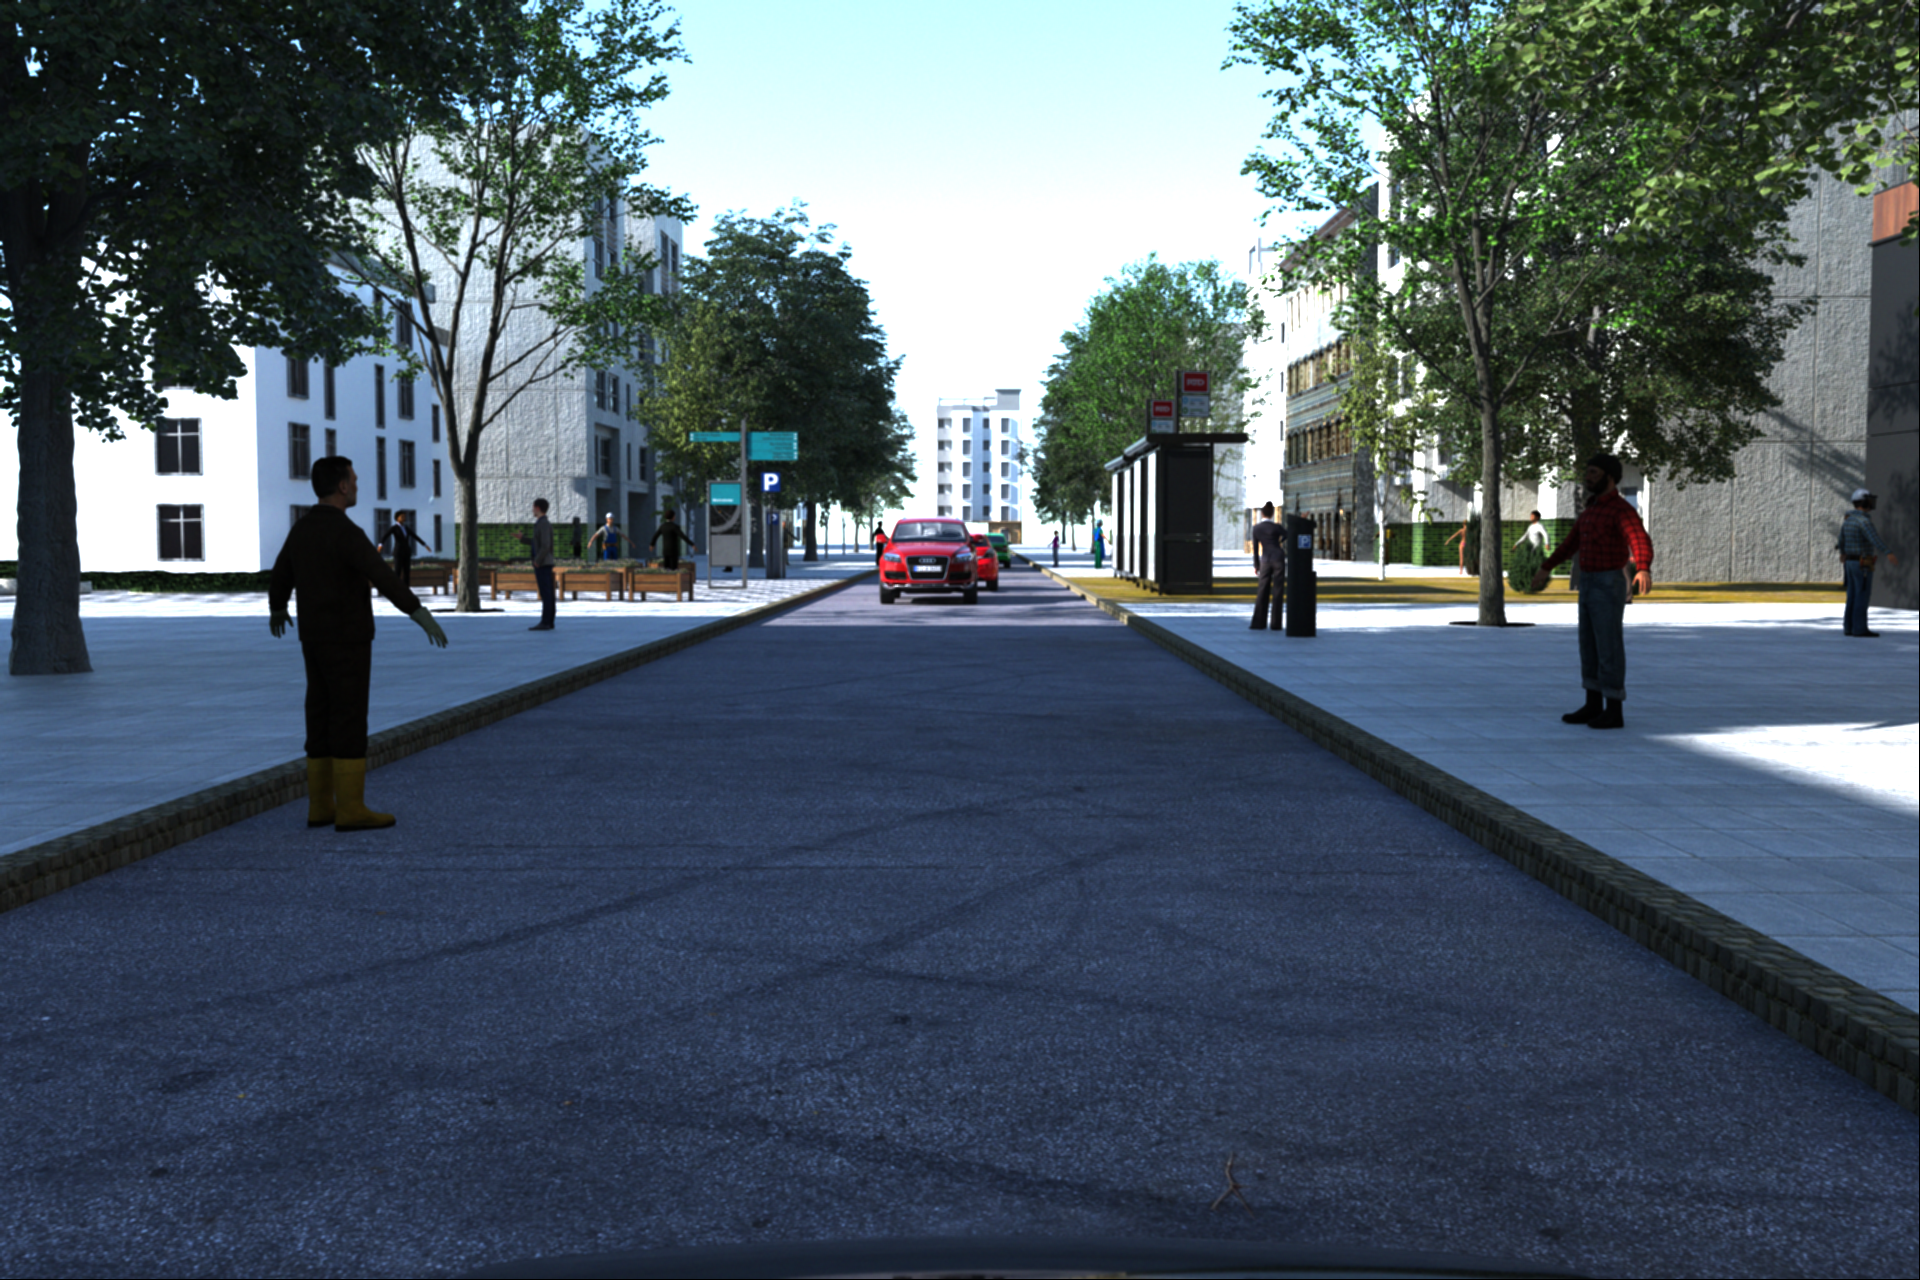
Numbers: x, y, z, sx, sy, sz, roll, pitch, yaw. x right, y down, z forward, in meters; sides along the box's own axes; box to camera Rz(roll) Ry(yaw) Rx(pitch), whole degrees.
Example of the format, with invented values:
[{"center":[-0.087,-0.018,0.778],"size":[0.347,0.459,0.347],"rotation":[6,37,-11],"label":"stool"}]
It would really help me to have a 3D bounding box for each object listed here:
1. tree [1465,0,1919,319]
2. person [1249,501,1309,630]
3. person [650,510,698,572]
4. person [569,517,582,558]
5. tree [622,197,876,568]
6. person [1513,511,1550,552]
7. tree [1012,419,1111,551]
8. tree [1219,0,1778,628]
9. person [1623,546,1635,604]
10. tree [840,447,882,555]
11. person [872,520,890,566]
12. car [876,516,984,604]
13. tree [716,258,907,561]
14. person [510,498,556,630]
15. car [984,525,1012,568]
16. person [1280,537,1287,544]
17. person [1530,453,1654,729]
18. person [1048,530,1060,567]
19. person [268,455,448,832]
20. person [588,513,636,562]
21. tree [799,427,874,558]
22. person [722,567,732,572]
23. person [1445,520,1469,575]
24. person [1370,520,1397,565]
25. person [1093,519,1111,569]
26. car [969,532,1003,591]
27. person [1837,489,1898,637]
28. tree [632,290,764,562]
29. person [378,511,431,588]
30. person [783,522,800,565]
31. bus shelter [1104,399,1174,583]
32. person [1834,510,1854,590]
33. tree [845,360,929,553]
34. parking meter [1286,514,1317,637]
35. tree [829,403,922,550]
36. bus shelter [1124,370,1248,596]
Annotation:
[{"center":[6.704,-5.647,10.460],"size":[7.486,12.596,7.792],"rotation":[0,3,0],"label":"tree"},{"center":[4.274,-1.000,23.200],"size":[0.742,1.727,0.445],"rotation":[0,4,-2],"label":"person"},{"center":[-6.267,-1.923,37.621],"size":[1.347,1.806,0.705],"rotation":[2,4,33],"label":"person"},{"center":[-11.801,-2.883,53.264],"size":[0.705,1.813,1.348],"rotation":[-1,4,-21],"label":"person"},{"center":[-7.882,-9.733,65.783],"size":[9.857,13.997,8.962],"rotation":[0,3,0],"label":"tree"},{"center":[12.951,-2.013,39.092],"size":[0.705,1.806,1.347],"rotation":[-1,4,-16],"label":"person"},{"center":[8.353,-11.967,130.067],"size":[8.767,10.594,7.601],"rotation":[-3,5,-43],"label":"tree"},{"center":[7.350,-6.012,24.053],"size":[9.928,11.665,9.643],"rotation":[0,3,0],"label":"tree"},{"center":[12.093,-1.536,31.710],"size":[0.434,1.755,0.990],"rotation":[0,4,-3],"label":"person"},{"center":[-6.906,-9.460,105.030],"size":[4.737,8.622,4.395],"rotation":[0,3,0],"label":"tree"},{"center":[-3.217,-3.929,70.170],"size":[0.705,1.837,1.347],"rotation":[-3,4,-37],"label":"person"},{"center":[-0.633,-1.745,37.207],"size":[2.281,1.827,5.304],"rotation":[0,4,0],"label":"car"},{"center":[-7.070,-10.714,81.826],"size":[9.857,13.997,8.962],"rotation":[0,3,0],"label":"tree"},{"center":[-5.758,-1.020,23.244],"size":[0.750,1.759,0.617],"rotation":[0,4,6],"label":"person"},{"center":[1.253,-3.977,73.819],"size":[1.959,1.807,4.718],"rotation":[0,4,1],"label":"car"},{"center":[9.072,-2.489,47.154],"size":[0.721,1.772,1.216],"rotation":[-2,4,-32],"label":"person"},{"center":[4.252,-0.333,11.550],"size":[0.704,1.816,1.345],"rotation":[-1,4,-11],"label":"person"},{"center":[3.625,-3.508,66.624],"size":[0.599,1.433,0.991],"rotation":[-1,4,-22],"label":"person"},{"center":[-3.016,0.008,8.458],"size":[1.346,1.812,0.704],"rotation":[3,4,36],"label":"person"},{"center":[-9.376,-2.486,46.505],"size":[1.347,1.847,0.705],"rotation":[-2,4,-34],"label":"person"},{"center":[-6.887,-8.646,91.716],"size":[4.737,8.622,4.395],"rotation":[0,3,0],"label":"tree"},{"center":[-7.869,-3.228,58.564],"size":[0.705,1.856,1.354],"rotation":[-1,4,-22],"label":"person"},{"center":[15.854,-2.914,54.446],"size":[1.217,1.733,0.721],"rotation":[0,4,-3],"label":"person"},{"center":[17.423,-3.997,71.113],"size":[1.354,1.858,0.705],"rotation":[-2,4,-25],"label":"person"},{"center":[5.094,-3.480,63.026],"size":[0.704,1.817,1.347],"rotation":[-1,4,-21],"label":"person"},{"center":[0.057,-2.204,45.083],"size":[2.155,1.783,4.494],"rotation":[0,4,-1],"label":"car"},{"center":[11.305,-0.970,21.694],"size":[0.704,1.849,1.345],"rotation":[0,4,2],"label":"person"},{"center":[-8.196,-6.295,53.283],"size":[4.737,8.622,4.395],"rotation":[0,3,0],"label":"tree"},{"center":[-10.941,-1.674,34.083],"size":[0.721,1.740,1.216],"rotation":[3,4,36],"label":"person"},{"center":[-7.311,-4.021,72.020],"size":[1.348,1.796,0.705],"rotation":[-2,4,-33],"label":"person"},{"center":[5.311,-4.379,49.223],"size":[2.179,5.291,8.768],"rotation":[0,4,0],"label":"bus shelter"},{"center":[20.473,-2.077,39.929],"size":[0.705,1.833,1.349],"rotation":[1,4,12],"label":"person"},{"center":[-6.926,-12.668,117.497],"size":[12.009,13.543,11.850],"rotation":[0,3,0],"label":"tree"},{"center":[4.274,-0.811,21.670],"size":[0.372,1.533,0.369],"rotation":[0,3,0],"label":"parking meter"},{"center":[-6.863,-13.264,134.996],"size":[7.486,12.596,7.792],"rotation":[0,3,0],"label":"tree"},{"center":[5.015,-3.823,40.146],"size":[2.179,5.291,8.768],"rotation":[0,4,1],"label":"bus shelter"}]
